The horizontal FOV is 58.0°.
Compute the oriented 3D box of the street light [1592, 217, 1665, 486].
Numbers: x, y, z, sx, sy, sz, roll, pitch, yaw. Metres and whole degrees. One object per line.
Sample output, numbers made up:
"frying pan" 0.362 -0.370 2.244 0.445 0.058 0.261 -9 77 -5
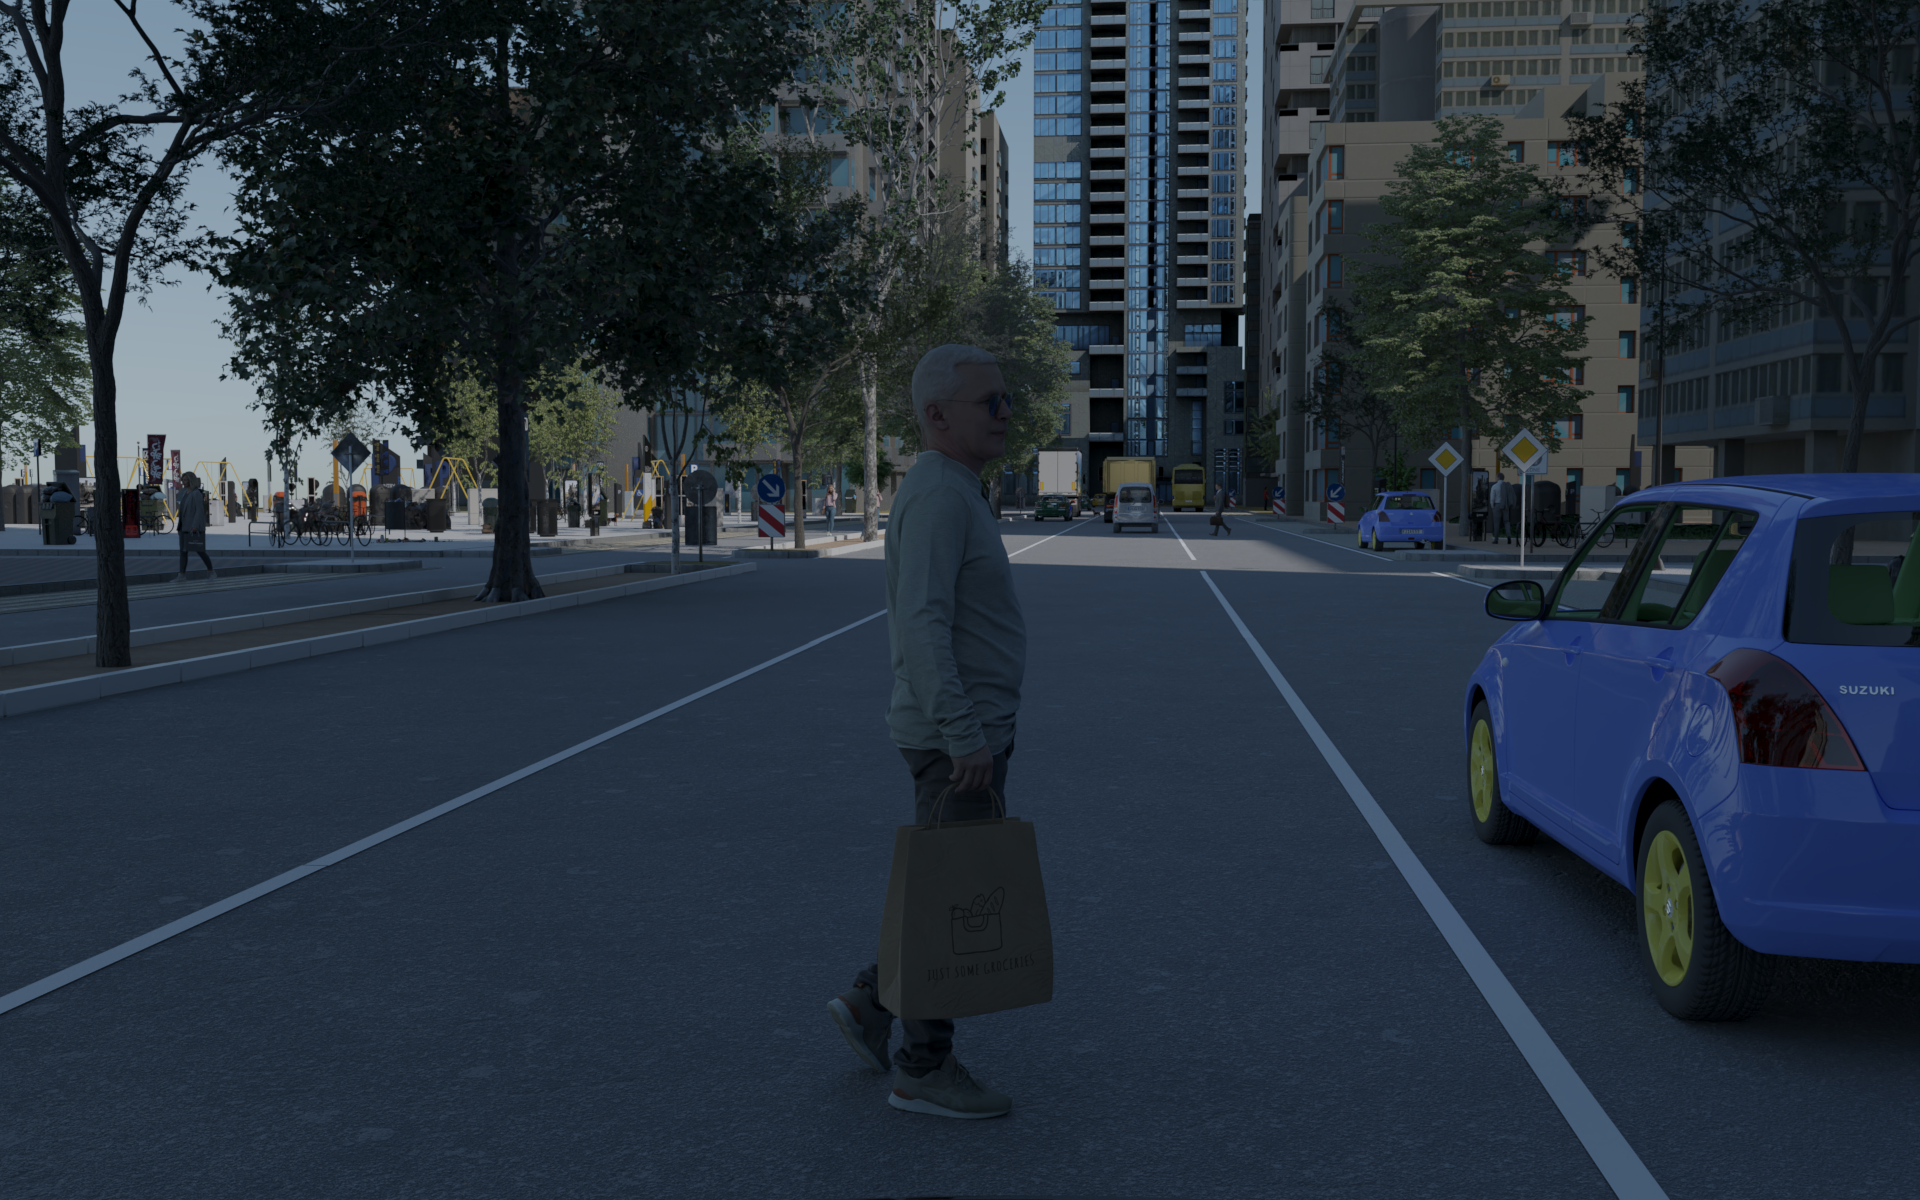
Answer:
"street light" 11.179 -3.456 29.051 1.470 5.913 1.316 0 4 6

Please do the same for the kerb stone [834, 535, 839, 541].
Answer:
"kerb stone" -3.854 -1.834 52.179 0.120 0.150 1.000 0 4 6

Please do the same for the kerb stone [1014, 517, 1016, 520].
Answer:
"kerb stone" 2.771 -4.376 93.742 0.120 0.150 1.000 0 4 6

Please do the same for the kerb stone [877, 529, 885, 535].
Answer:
"kerb stone" -2.852 -2.393 61.367 0.120 0.150 1.000 0 4 6

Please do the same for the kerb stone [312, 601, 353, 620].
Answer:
"kerb stone" -7.345 0.131 20.050 0.120 0.150 1.000 0 4 6

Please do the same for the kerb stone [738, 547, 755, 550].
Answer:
"kerb stone" -5.074 -1.148 40.960 0.120 0.150 1.000 0 4 6

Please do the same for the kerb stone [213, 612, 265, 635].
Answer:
"kerb stone" -7.564 0.256 18.007 0.120 0.150 1.000 0 4 6

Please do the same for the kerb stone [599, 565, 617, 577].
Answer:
"kerb stone" -6.236 -0.492 30.235 0.120 0.150 1.000 0 4 6

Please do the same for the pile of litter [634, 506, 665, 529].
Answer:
"pile of litter" -11.243 -3.057 63.946 1.719 0.858 1.176 0 4 -5

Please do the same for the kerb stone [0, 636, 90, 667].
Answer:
"kerb stone" -7.896 0.446 14.946 0.120 0.150 1.000 0 4 6

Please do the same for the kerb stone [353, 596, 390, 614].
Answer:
"kerb stone" -7.236 0.071 21.068 0.120 0.150 1.000 0 4 6

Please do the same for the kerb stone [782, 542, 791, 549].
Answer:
"kerb stone" -4.623 -1.397 45.037 0.120 0.150 1.000 0 4 6

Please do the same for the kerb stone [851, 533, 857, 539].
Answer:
"kerb stone" -3.524 -2.018 55.228 0.120 0.150 1.000 0 4 6

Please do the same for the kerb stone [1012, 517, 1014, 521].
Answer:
"kerb stone" 2.665 -4.312 92.725 0.120 0.150 1.000 0 4 6

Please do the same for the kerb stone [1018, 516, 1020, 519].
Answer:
"kerb stone" 3.103 -4.560 96.791 0.120 0.150 1.000 0 4 6

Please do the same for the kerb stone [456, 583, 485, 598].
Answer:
"kerb stone" -6.903 -0.111 24.119 0.120 0.150 1.000 0 4 6

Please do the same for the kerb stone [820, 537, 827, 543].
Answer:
"kerb stone" -4.067 -1.709 50.133 0.120 0.150 1.000 0 4 6

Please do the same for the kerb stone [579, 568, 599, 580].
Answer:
"kerb stone" -6.350 -0.427 29.218 0.120 0.150 1.000 0 4 6

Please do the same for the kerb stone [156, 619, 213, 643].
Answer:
"kerb stone" -7.681 0.319 16.984 0.120 0.150 1.000 0 4 6

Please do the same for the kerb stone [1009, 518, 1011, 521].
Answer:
"kerb stone" 2.439 -4.189 90.687 0.120 0.150 1.000 0 4 6

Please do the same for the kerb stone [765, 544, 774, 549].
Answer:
"kerb stone" -4.848 -1.270 43.005 0.120 0.150 1.000 0 4 6

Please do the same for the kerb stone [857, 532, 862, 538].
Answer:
"kerb stone" -3.411 -2.083 56.256 0.120 0.150 1.000 0 4 6

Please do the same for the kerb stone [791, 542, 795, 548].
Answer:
"kerb stone" -4.520 -1.457 46.062 0.120 0.150 1.000 0 4 6

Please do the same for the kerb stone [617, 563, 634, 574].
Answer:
"kerb stone" -6.128 -0.553 31.251 0.120 0.150 1.000 0 4 6

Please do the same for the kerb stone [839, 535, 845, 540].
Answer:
"kerb stone" -3.749 -1.896 53.196 0.120 0.150 1.000 0 4 6

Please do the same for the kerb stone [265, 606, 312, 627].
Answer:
"kerb stone" -7.450 0.194 19.029 0.120 0.150 1.000 0 4 6

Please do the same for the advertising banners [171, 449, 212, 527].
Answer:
"advertising banners" -30.112 -4.380 67.801 2.074 3.025 0.090 2 4 24

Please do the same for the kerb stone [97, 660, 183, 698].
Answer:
"kerb stone" -6.036 0.583 12.659 0.120 0.150 1.000 0 4 6

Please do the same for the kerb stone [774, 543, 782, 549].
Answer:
"kerb stone" -4.743 -1.335 44.022 0.120 0.150 1.000 0 4 6

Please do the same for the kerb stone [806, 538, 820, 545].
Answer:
"kerb stone" -4.185 -1.646 49.114 0.120 0.150 1.000 0 4 6

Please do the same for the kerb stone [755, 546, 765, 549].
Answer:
"kerb stone" -4.959 -1.210 41.980 0.120 0.150 1.000 0 4 6

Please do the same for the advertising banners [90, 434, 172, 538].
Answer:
"advertising banners" -24.132 -3.309 50.297 2.074 3.025 0.090 -1 4 -16

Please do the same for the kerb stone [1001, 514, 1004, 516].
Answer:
"kerb stone" 2.786 -5.574 113.375 0.120 0.150 1.000 0 4 6

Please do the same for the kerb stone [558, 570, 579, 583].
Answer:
"kerb stone" -6.459 -0.367 28.200 0.120 0.150 1.000 0 4 6

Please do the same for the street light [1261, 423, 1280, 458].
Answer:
"street light" 20.233 -8.569 112.645 1.470 5.913 1.316 0 4 6

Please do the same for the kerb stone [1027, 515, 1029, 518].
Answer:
"kerb stone" 3.874 -4.998 103.919 0.120 0.150 1.000 0 4 6

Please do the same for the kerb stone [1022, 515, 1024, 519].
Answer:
"kerb stone" 3.430 -4.750 99.854 0.120 0.150 1.000 0 4 6

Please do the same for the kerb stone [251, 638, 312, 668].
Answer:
"kerb stone" -5.814 0.459 14.692 0.120 0.150 1.000 0 4 6

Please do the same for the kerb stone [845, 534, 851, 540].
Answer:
"kerb stone" -3.636 -1.953 54.212 0.120 0.150 1.000 0 4 6

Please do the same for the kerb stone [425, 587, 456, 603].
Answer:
"kerb stone" -7.008 -0.054 23.102 0.120 0.150 1.000 0 4 6

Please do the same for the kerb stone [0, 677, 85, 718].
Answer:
"kerb stone" -6.141 0.645 11.643 0.120 0.150 1.000 0 4 6

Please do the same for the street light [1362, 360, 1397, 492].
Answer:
"street light" 14.385 -5.313 59.409 1.470 5.913 1.316 0 4 6

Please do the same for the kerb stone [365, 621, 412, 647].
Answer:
"kerb stone" -5.589 0.335 16.724 0.120 0.150 1.000 0 4 6

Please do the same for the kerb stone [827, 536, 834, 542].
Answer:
"kerb stone" -3.957 -1.770 51.159 0.120 0.150 1.000 0 4 6

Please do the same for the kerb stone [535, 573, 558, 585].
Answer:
"kerb stone" -6.571 -0.305 27.177 0.120 0.150 1.000 0 4 6

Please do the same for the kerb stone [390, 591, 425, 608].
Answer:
"kerb stone" -7.122 0.007 22.087 0.120 0.150 1.000 0 4 6

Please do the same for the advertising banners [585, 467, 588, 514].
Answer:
"advertising banners" -23.841 -6.992 110.501 0.090 3.025 2.074 -1 4 -9

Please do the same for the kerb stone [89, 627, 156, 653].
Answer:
"kerb stone" -7.782 0.381 15.967 0.120 0.150 1.000 0 4 6

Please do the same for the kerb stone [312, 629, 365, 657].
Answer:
"kerb stone" -5.706 0.398 15.708 0.120 0.150 1.000 0 4 6

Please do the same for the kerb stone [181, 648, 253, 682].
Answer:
"kerb stone" -5.921 0.522 13.675 0.120 0.150 1.000 0 4 6
